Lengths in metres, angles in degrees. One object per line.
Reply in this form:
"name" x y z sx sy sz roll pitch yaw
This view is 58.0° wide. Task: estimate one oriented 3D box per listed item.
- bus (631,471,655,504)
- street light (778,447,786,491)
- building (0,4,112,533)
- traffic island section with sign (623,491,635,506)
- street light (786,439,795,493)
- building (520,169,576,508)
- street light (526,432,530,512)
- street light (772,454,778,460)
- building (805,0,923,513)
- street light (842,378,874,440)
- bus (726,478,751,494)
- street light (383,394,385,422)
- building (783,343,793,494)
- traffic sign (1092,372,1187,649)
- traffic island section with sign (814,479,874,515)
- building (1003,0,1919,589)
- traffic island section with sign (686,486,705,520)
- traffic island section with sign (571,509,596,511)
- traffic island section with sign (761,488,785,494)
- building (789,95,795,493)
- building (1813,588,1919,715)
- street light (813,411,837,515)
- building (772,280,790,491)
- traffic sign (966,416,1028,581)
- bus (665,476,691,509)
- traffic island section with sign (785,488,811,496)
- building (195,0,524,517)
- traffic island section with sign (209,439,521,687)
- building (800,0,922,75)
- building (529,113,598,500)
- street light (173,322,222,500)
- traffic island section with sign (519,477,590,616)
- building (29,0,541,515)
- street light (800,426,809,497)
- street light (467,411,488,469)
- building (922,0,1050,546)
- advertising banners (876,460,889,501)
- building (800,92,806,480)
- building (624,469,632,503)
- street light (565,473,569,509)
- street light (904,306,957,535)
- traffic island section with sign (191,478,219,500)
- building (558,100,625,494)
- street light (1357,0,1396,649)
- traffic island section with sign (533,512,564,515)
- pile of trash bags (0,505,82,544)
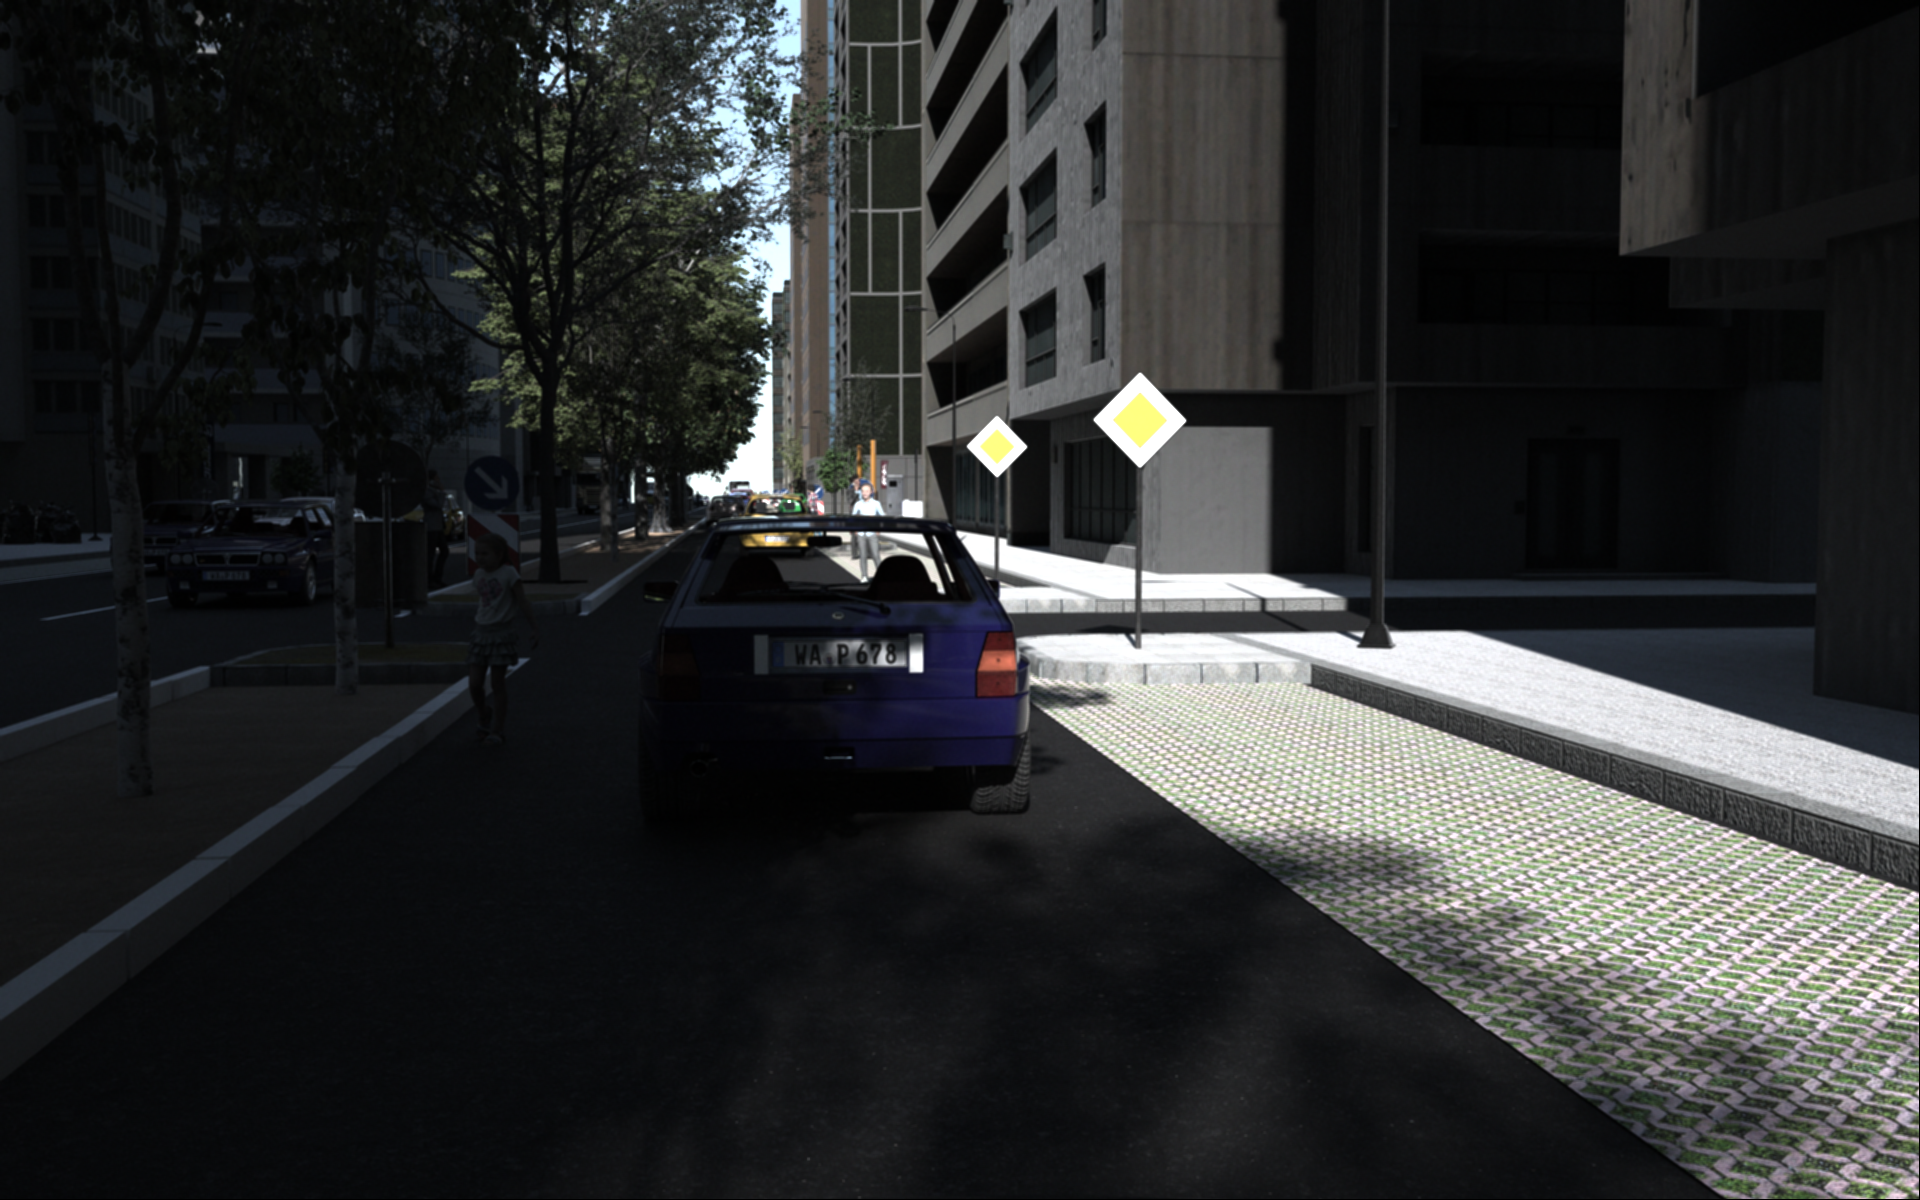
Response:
"bus" -33.830 -12.048 188.526 2.896 3.916 12.252 0 4 -6
"street light" -17.110 -12.238 172.634 1.470 5.913 1.316 0 4 -7
"building" -40.987 -22.494 59.659 32.217 40.220 23.993 0 4 -7
"traffic island section with sign" -38.672 -11.750 200.733 1.989 1.847 2.006 0 4 -7
"street light" -13.672 -10.587 145.631 1.470 5.913 1.316 0 4 -7
"building" -41.844 -23.308 152.789 14.160 30.474 14.107 0 4 -7
"street light" -30.355 -9.248 123.751 1.470 5.913 1.316 0 4 -7
"street light" -20.743 -13.985 201.201 1.470 5.913 1.316 0 4 -7
"building" -0.130 -41.637 119.011 20.563 71.187 20.611 0 4 -7
"street light" -4.030 -5.933 69.549 1.470 5.913 1.316 0 4 -7
"bus" -25.611 -12.582 200.572 2.948 3.499 13.247 0 4 -8
"street light" -24.044 -6.208 74.034 1.470 5.913 1.316 0 4 -7
"building" -7.630 -22.565 213.983 27.650 21.520 28.899 0 4 -7
"traffic sign" 1.475 -0.652 14.308 0.795 2.450 0.064 0 4 -7
"traffic island section with sign" -2.718 -2.224 44.988 1.989 1.847 2.006 0 4 -7
"building" 8.723 -15.836 30.613 14.107 30.474 14.160 0 4 -7
"traffic island section with sign" -15.084 -5.358 95.739 2.006 1.907 1.989 0 4 -7
"traffic island section with sign" -31.769 -8.418 146.269 1.989 1.847 2.006 0 4 -7
"traffic island section with sign" -15.820 -8.541 148.274 1.989 1.847 2.006 0 4 -7
"building" -11.615 -33.086 191.072 14.600 45.320 14.200 0 4 -7
"building" 11.089 -14.445 7.874 14.160 30.474 14.107 0 4 -7
"street light" -7.510 -7.587 96.588 1.470 5.913 1.316 0 4 -7
"building" -19.872 -29.131 247.991 14.160 30.474 14.107 0 4 -7
"traffic sign" 0.470 -1.137 22.230 0.795 2.450 0.064 0 4 -7
"bus" -27.063 -10.384 164.642 2.948 3.499 13.247 0 4 -7
"traffic island section with sign" -6.106 -3.859 71.730 1.989 1.847 2.006 0 4 -7
"building" -39.681 -34.510 106.241 21.231 58.520 28.212 0 4 -7
"traffic island section with sign" -4.699 -0.349 13.847 2.006 1.907 1.989 0 4 -7
"building" -5.377 -29.793 137.226 14.600 45.320 14.200 0 4 -7
"building" -50.883 -32.746 190.017 22.147 44.769 28.867 0 4 -7
"street light" -20.565 -4.538 46.736 1.470 5.913 1.316 0 4 -7
"traffic island section with sign" -5.621 -0.799 21.196 2.006 1.907 1.989 0 4 -7
"building" -48.439 -26.916 131.955 32.217 40.220 23.993 0 4 -7
"street light" -10.282 -8.966 119.137 1.470 5.913 1.316 0 4 -7
"street light" -26.858 -7.582 96.506 1.470 5.913 1.316 0 4 -7
"building" 10.530 -26.242 52.767 21.300 48.544 21.600 0 4 -7
"advertising banners" -4.445 -5.678 89.026 2.074 3.025 0.090 -3 5 -44
"building" -3.312 -30.859 159.169 22.147 44.769 28.867 0 4 -7
"building" -52.379 -28.355 235.300 14.160 30.474 14.107 0 4 -7
"street light" -33.836 -10.926 151.186 1.470 5.913 1.316 0 4 -7
"street light" -0.682 -4.312 43.049 1.470 5.913 1.316 0 4 -7
"traffic island section with sign" -18.592 -2.066 42.401 1.989 1.847 2.006 0 4 -7
"building" -53.426 -36.163 214.968 21.300 48.544 21.600 0 4 -7
"street light" 2.958 -2.554 14.293 1.470 5.913 1.316 0 4 -7
"traffic island section with sign" -28.371 -6.783 119.528 1.989 1.847 2.006 0 4 -7
"pile of trash bags" -24.596 -2.130 44.572 3.447 1.369 1.912 -3 4 -36
